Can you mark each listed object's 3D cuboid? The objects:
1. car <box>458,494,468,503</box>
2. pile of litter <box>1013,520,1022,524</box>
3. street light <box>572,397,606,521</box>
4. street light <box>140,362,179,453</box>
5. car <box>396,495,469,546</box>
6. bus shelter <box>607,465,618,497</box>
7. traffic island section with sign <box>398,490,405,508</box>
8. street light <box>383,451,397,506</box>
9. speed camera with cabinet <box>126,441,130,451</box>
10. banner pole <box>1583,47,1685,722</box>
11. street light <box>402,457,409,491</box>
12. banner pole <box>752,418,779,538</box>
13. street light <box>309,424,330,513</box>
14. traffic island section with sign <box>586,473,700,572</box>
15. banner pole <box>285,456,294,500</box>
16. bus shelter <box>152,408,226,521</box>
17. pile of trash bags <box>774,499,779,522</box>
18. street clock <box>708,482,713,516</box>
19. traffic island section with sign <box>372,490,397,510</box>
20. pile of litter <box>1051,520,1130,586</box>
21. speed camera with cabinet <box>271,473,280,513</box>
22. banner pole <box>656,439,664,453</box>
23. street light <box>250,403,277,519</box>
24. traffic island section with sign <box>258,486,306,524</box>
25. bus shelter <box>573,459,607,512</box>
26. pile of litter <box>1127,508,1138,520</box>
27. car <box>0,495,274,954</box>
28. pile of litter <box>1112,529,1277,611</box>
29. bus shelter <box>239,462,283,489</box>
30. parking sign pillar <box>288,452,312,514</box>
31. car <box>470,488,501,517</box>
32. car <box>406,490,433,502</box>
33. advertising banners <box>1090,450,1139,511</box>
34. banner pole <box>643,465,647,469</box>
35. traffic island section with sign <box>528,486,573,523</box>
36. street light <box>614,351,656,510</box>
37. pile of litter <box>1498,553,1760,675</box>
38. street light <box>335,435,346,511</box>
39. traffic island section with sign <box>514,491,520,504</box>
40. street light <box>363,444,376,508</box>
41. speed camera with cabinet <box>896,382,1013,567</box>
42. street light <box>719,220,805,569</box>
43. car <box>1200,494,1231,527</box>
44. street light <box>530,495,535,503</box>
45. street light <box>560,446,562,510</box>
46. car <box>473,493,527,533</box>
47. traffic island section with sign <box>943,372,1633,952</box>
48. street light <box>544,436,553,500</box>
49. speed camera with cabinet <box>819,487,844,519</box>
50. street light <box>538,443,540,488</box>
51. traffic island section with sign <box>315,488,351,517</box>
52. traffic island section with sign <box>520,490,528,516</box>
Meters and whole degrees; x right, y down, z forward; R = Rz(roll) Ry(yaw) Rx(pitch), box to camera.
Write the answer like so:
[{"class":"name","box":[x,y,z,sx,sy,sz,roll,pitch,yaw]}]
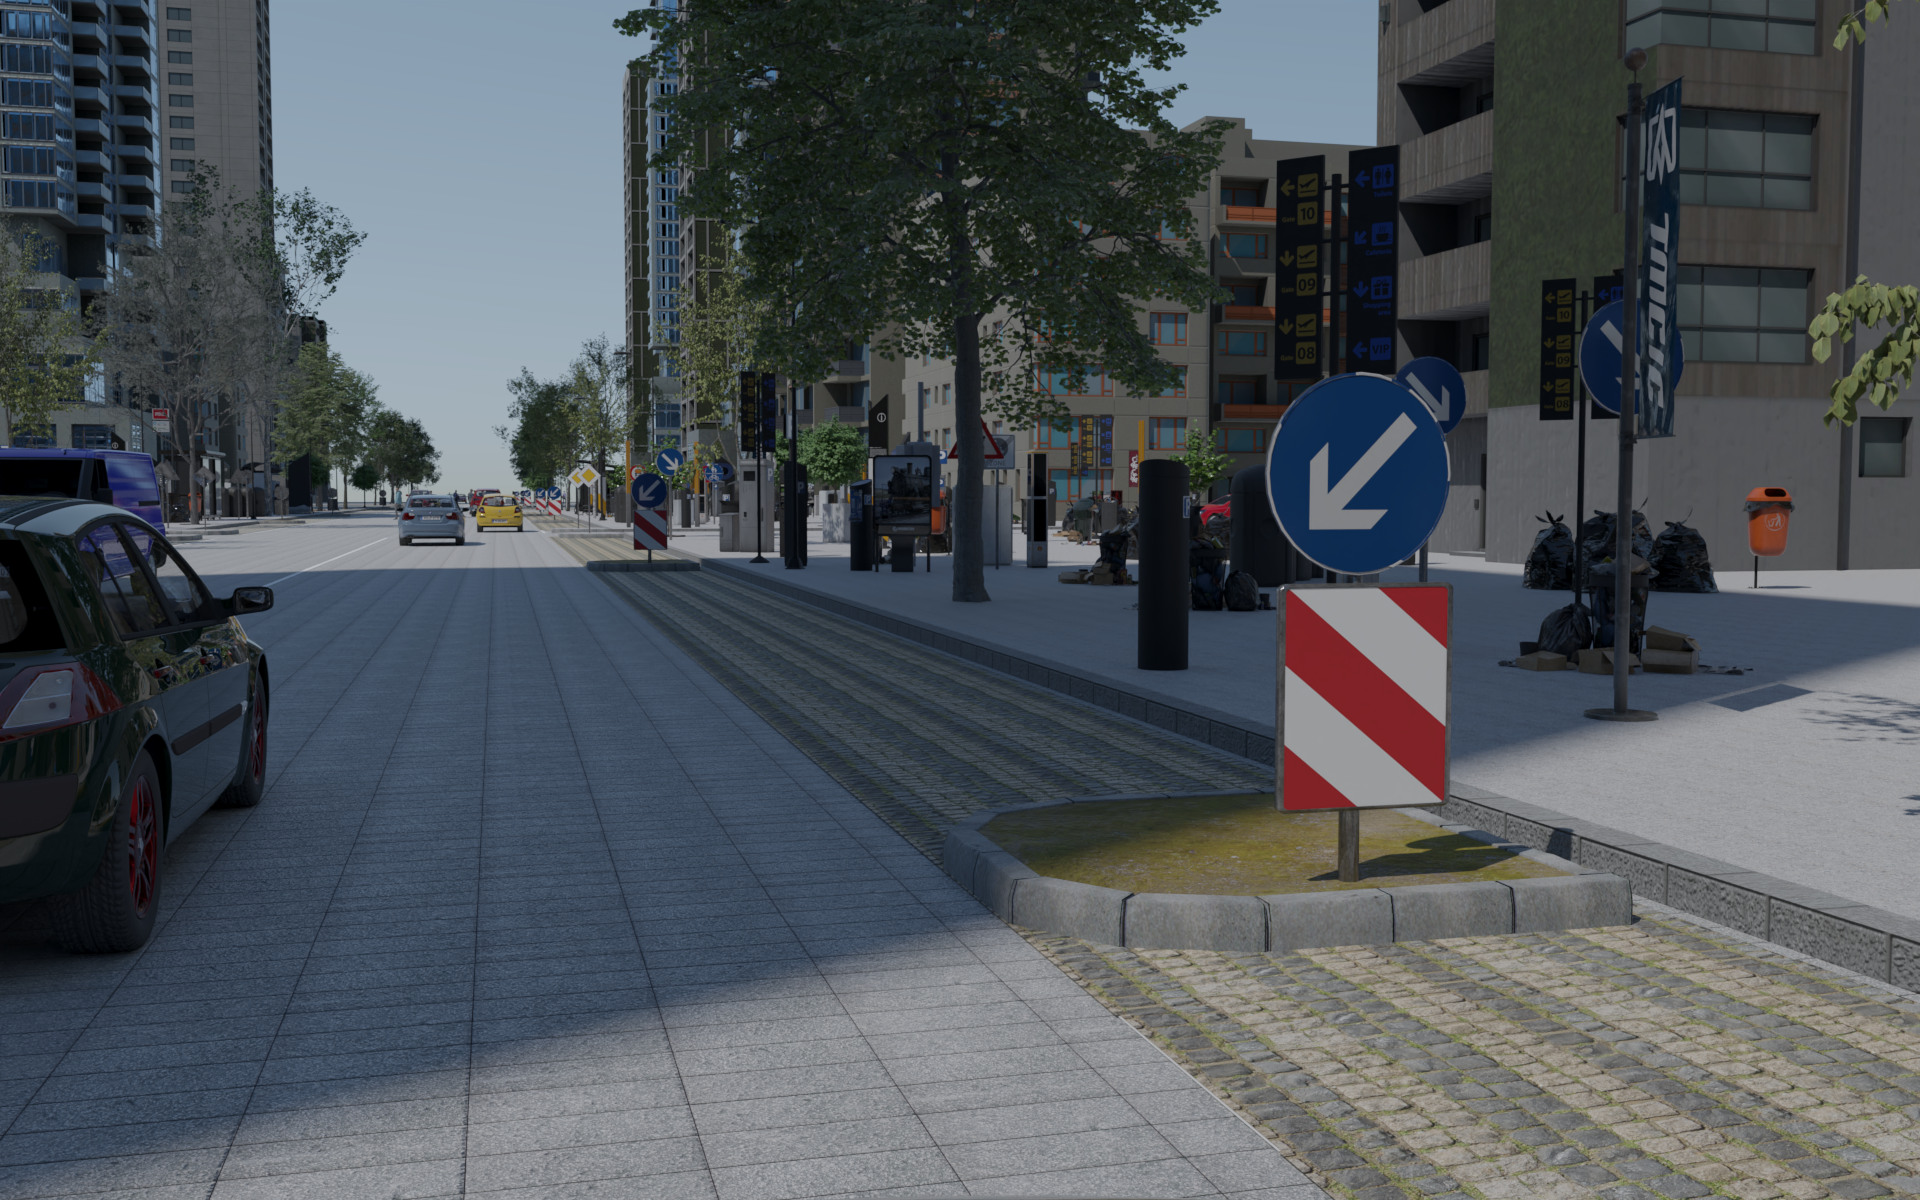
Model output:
[{"class":"car","box":[-77.452,-15.885,268.758,2.155,1.783,4.494,-1,4,-14]},{"class":"pile of litter","box":[1.950,-3.680,74.132,1.176,0.858,1.719,-2,4,-31]},{"class":"street light","box":[-17.777,-6.765,83.155,1.470,5.913,1.316,-1,4,-15]},{"class":"street light","box":[-28.095,-5.397,60.776,1.470,5.913,1.316,-1,4,-15]},{"class":"car","box":[-15.001,-2.279,49.271,2.014,1.417,4.499,-1,4,-15]},{"class":"bus shelter","box":[-27.480,-8.834,135.718,1.731,3.624,6.357,-1,4,-15]},{"class":"traffic island section with sign","box":[-59.539,-10.725,183.988,1.989,1.847,2.006,-1,4,-15]},{"class":"street light","box":[-62.019,-13.182,188.064,1.470,5.913,1.316,-1,4,-15]},{"class":"speed camera with cabinet","box":[-31.651,-4.295,64.558,2.038,3.252,0.660,-3,5,-40]},{"class":"banner pole","box":[3.792,-1.197,9.596,0.401,3.779,0.863,0,4,0]},{"class":"street light","box":[-69.584,-14.873,215.713,1.470,5.913,1.316,-1,4,-15]},{"class":"banner pole","box":[-5.645,-3.671,50.038,0.863,3.779,0.401,-2,4,-33]},{"class":"street light","box":[-42.713,-8.743,115.483,1.470,5.913,1.316,-1,4,-15]},{"class":"traffic island section with sign","box":[-6.024,-1.471,32.674,1.989,1.847,2.006,-1,4,-15]},{"class":"banner pole","box":[-44.145,-7.592,114.149,0.863,3.779,0.401,-1,4,-16]},{"class":"bus shelter","box":[-37.239,-6.479,83.558,2.179,5.291,8.768,-1,4,-15]},{"class":"pile of trash bags","box":[-8.389,-4.300,80.064,1.912,1.369,3.447,-1,4,-23]},{"class":"street clock","box":[-14.336,-5.861,100.392,0.471,2.002,0.358,1,4,11]},{"class":"traffic island section with sign","box":[-52.571,-9.133,157.945,1.989,1.847,2.006,-1,4,-15]},{"class":"pile of litter","box":[1.995,-0.663,24.807,1.176,0.858,1.719,0,4,-4]},{"class":"speed camera with cabinet","box":[-46.580,-7.476,116.560,0.660,3.252,2.038,1,4,11]},{"class":"banner pole","box":[-13.557,-5.401,78.327,0.401,3.779,0.863,1,4,19]},{"class":"street light","box":[-35.479,-7.076,88.232,1.470,5.913,1.316,-1,4,-15]},{"class":"traffic island section with sign","box":[-32.638,-4.573,83.398,1.989,1.847,2.006,-1,4,-15]},{"class":"bus shelter","box":[-25.814,-7.891,120.296,1.731,3.624,6.357,-1,4,-15]},{"class":"pile of litter","box":[5.630,-2.424,53.595,1.176,0.858,1.719,1,4,19]},{"class":"car","box":[-3.738,0.197,6.567,2.009,1.686,4.222,-1,4,-15]},{"class":"pile of litter","box":[2.706,-0.328,19.336,1.719,0.858,1.176,1,4,19]},{"class":"bus shelter","box":[-45.126,-7.216,111.905,2.014,3.302,5.546,-1,4,-15]},{"class":"parking sign pillar","box":[-42.228,-7.478,110.735,1.447,3.967,1.447,-1,4,-12]},{"class":"car","box":[-30.210,-6.250,110.862,2.281,1.827,5.304,-1,4,-14]},{"class":"car","box":[-46.276,-8.552,148.502,2.281,1.827,5.304,-1,4,-13]},{"class":"advertising banners","box":[6.219,-4.458,69.077,2.074,3.025,0.090,0,4,-3]},{"class":"banner pole","box":[-23.911,-8.670,131.766,0.401,3.779,0.863,1,4,13]},{"class":"traffic island section with sign","box":[-20.167,-4.705,85.562,1.989,1.847,2.006,-1,4,-15]},{"class":"street light","box":[-10.559,-5.138,56.547,1.470,5.913,1.316,-1,4,-15]},{"class":"pile of litter","box":[4.881,0.079,12.672,1.719,0.858,1.176,2,4,31]},{"class":"street light","box":[-47.887,-9.913,134.619,1.470,5.913,1.316,-1,4,-15]},{"class":"traffic island section with sign","box":[-40.168,-9.282,160.388,1.989,1.847,2.006,-1,4,-15]},{"class":"street light","box":[-54.941,-11.548,161.345,1.470,5.913,1.316,-1,4,-15]},{"class":"speed camera with cabinet","box":[-0.098,-2.243,31.009,2.038,3.252,0.660,-1,4,-18]},{"class":"street light","box":[-3.346,-3.472,29.312,1.470,5.913,1.316,-1,4,-15]},{"class":"car","box":[10.648,-3.513,66.481,4.494,1.783,2.155,-1,4,-16]},{"class":"street light","box":[-44.815,-12.951,184.290,1.470,5.913,1.316,-1,4,-15]},{"class":"street light","box":[-24.903,-8.399,109.862,1.470,5.913,1.316,-1,4,-15]},{"class":"car","box":[-17.542,-3.413,66.031,2.015,1.641,3.980,-1,4,-15]},{"class":"traffic island section with sign","box":[1.006,0.138,6.371,1.989,1.847,2.006,-1,4,-15]},{"class":"street light","box":[-32.181,-10.072,137.211,1.470,5.913,1.316,-1,4,-15]},{"class":"speed camera with cabinet","box":[-6.281,-5.801,89.175,2.038,3.252,0.660,-3,5,-43]},{"class":"street light","box":[-37.669,-11.318,157.588,1.470,5.913,1.316,-1,4,-15]},{"class":"traffic island section with sign","box":[-39.610,-6.166,109.440,1.989,1.847,2.006,-1,4,-15]},{"class":"traffic island section with sign","box":[-27.264,-6.330,112.125,1.989,1.847,2.006,-1,4,-15]}]
